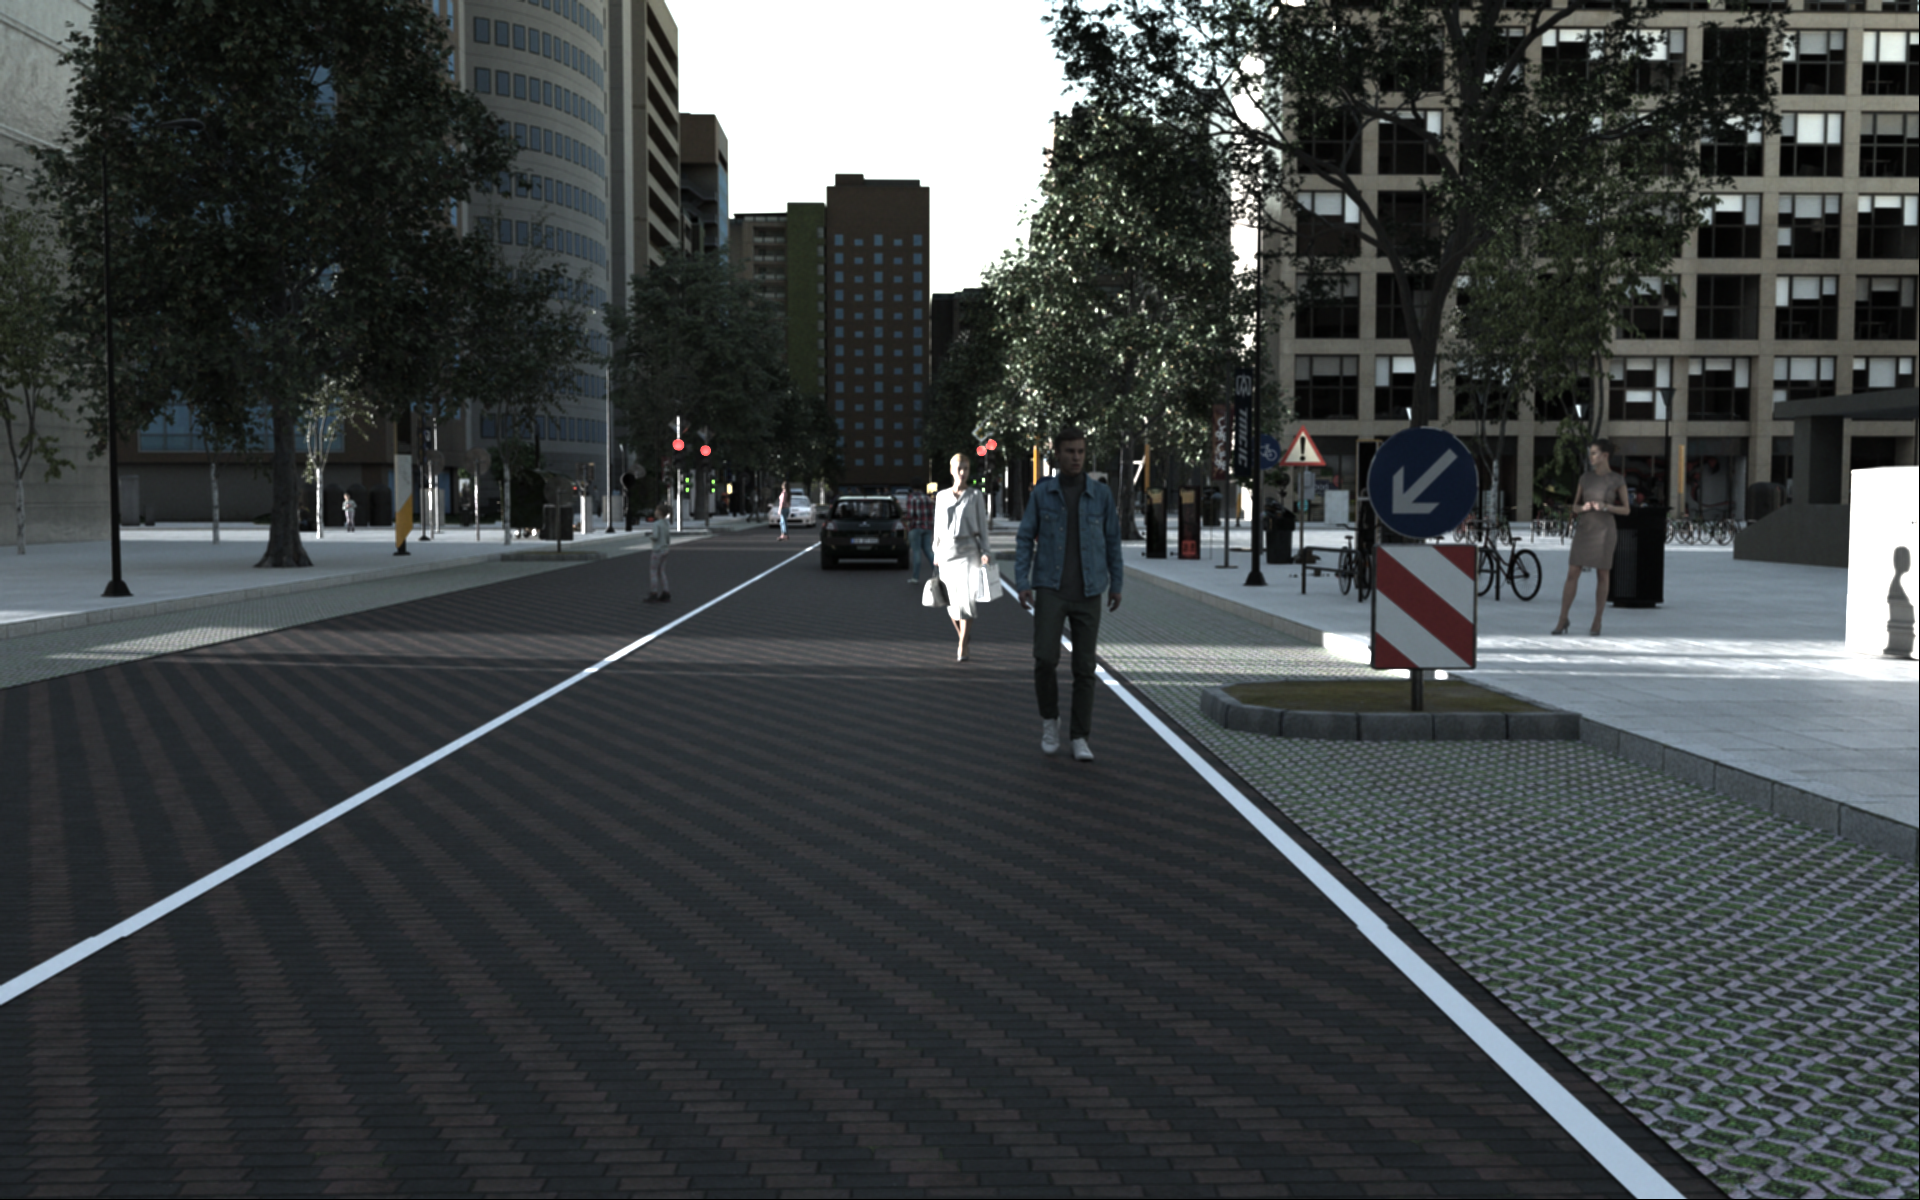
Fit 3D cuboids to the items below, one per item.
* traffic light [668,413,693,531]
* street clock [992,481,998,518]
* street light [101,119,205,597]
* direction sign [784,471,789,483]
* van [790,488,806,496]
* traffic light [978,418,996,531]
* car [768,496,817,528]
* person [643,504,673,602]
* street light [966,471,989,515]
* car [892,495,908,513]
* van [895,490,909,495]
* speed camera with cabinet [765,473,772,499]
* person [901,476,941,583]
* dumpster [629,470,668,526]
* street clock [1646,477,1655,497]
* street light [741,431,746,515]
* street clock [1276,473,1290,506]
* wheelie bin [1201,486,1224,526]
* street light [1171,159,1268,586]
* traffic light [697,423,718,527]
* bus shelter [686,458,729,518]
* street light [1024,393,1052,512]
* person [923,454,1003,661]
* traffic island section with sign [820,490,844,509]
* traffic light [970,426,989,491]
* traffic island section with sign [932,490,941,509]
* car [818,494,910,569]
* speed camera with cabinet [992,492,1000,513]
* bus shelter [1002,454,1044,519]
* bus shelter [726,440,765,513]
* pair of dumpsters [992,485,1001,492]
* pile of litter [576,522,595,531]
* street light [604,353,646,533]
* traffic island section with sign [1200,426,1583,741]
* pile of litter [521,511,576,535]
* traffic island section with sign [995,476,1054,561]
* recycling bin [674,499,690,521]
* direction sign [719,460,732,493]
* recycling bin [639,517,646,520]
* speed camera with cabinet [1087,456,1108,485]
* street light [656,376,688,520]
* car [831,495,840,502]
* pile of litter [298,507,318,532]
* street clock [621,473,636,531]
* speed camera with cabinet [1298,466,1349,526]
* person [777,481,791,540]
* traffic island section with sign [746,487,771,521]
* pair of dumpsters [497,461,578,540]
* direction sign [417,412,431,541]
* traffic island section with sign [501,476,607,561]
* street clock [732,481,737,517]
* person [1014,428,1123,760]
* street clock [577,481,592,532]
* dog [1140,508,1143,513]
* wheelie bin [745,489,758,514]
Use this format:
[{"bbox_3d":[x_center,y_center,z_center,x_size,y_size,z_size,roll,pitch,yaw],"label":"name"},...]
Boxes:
[{"bbox_3d":[-9.701,-4.353,60.100,0.839,4.253,0.868,0,4,-2],"label":"traffic light"},{"bbox_3d":[1.804,-5.401,92.883,0.358,2.002,0.471,-2,4,-30],"label":"street clock"},{"bbox_3d":[-10.055,-3.001,21.602,1.470,5.913,1.316,0,4,-2],"label":"street light"},{"bbox_3d":[-14.218,-9.150,141.595,0.379,3.537,0.876,-3,4,-36],"label":"direction sign"},{"bbox_3d":[-11.294,-6.783,117.909,2.013,2.044,4.112,0,4,-2],"label":"van"},{"bbox_3d":[1.055,-4.374,60.434,0.839,4.253,0.868,0,4,-2],"label":"traffic light"},{"bbox_3d":[-7.196,-3.808,74.620,2.083,1.381,4.827,0,4,-2],"label":"car"},{"bbox_3d":[-4.020,-0.627,23.025,0.394,1.301,0.425,0,4,3],"label":"person"},{"bbox_3d":[1.186,-8.254,107.499,1.470,5.913,1.316,0,4,-2],"label":"street light"},{"bbox_3d":[-4.065,-6.280,115.043,2.083,1.381,4.827,0,4,-1],"label":"car"},{"bbox_3d":[-5.737,-10.048,171.290,2.013,2.044,4.112,0,4,-3],"label":"van"},{"bbox_3d":[-16.578,-9.090,142.956,2.038,3.252,0.660,0,4,-7],"label":"speed camera with cabinet"},{"bbox_3d":[-0.629,-1.130,27.817,0.563,1.720,0.643,-3,5,-42],"label":"person"},{"bbox_3d":[-12.837,-4.190,70.995,1.502,2.255,1.985,0,4,-2],"label":"dumpster"},{"bbox_3d":[28.895,-4.153,72.467,0.358,2.002,0.471,3,4,36],"label":"street clock"},{"bbox_3d":[-12.506,-8.050,104.164,1.470,5.913,1.316,0,4,-2],"label":"street light"},{"bbox_3d":[10.920,-3.312,58.728,0.471,2.002,0.358,3,5,40],"label":"street clock"},{"bbox_3d":[10.004,-3.726,68.829,0.980,1.594,0.693,2,4,28],"label":"wheelie bin"},{"bbox_3d":[3.616,-3.158,24.173,1.470,5.913,1.316,0,4,-2],"label":"street light"},{"bbox_3d":[-9.938,-4.842,68.081,0.839,4.253,0.868,0,4,-2],"label":"traffic light"},{"bbox_3d":[-14.065,-6.266,96.368,2.014,3.302,5.546,0,4,-2],"label":"bus shelter"},{"bbox_3d":[2.595,-5.351,60.034,1.470,5.913,1.316,0,4,-2],"label":"street light"},{"bbox_3d":[0.050,-0.381,15.080,0.694,1.780,0.624,2,4,32],"label":"person"},{"bbox_3d":[-12.665,-9.868,169.961,1.989,1.847,2.006,0,4,-2],"label":"traffic island section with sign"},{"bbox_3d":[0.819,-4.862,68.415,0.839,4.253,0.868,0,4,-2],"label":"traffic light"},{"bbox_3d":[-3.028,-11.664,199.328,1.989,1.847,2.006,0,4,-2],"label":"traffic island section with sign"},{"bbox_3d":[-1.848,-1.507,34.426,2.009,1.686,4.222,0,4,-2],"label":"car"},{"bbox_3d":[2.786,-7.648,119.375,0.660,3.252,2.038,-3,4,-37],"label":"speed camera with cabinet"},{"bbox_3d":[3.234,-7.167,94.819,2.179,5.291,8.768,0,4,-2],"label":"bus shelter"},{"bbox_3d":[-15.171,-8.815,121.765,2.179,5.291,8.768,0,4,-2],"label":"bus shelter"},{"bbox_3d":[3.018,-8.246,137.312,1.574,2.255,4.437,0,4,-2],"label":"pair of dumpsters"},{"bbox_3d":[-13.369,-2.800,59.748,1.719,0.858,1.176,-2,4,-28],"label":"pile of litter"},{"bbox_3d":[-11.065,-5.183,57.280,1.470,5.913,1.316,0,4,-2],"label":"street light"},{"bbox_3d":[2.586,-0.141,10.930,1.989,1.847,2.006,0,4,-2],"label":"traffic island section with sign"},{"bbox_3d":[-13.175,-2.483,54.562,1.719,0.858,1.176,-2,4,-28],"label":"pile of litter"},{"bbox_3d":[1.775,-1.789,37.873,1.989,1.847,2.006,0,4,-2],"label":"traffic island section with sign"},{"bbox_3d":[-13.481,-4.360,83.845,0.722,1.027,0.722,-1,4,-13],"label":"recycling bin"},{"bbox_3d":[-15.581,-7.528,115.072,0.876,3.537,0.379,-1,4,-22],"label":"direction sign"},{"bbox_3d":[-15.663,-4.517,86.403,0.722,1.027,0.722,-1,4,-15],"label":"recycling bin"},{"bbox_3d":[5.213,-4.727,71.620,2.038,3.252,0.660,-3,5,-42],"label":"speed camera with cabinet"},{"bbox_3d":[-11.378,-5.852,68.216,1.470,5.913,1.316,0,4,-2],"label":"street light"},{"bbox_3d":[-9.032,-7.437,134.180,1.945,1.354,3.894,0,4,-3],"label":"car"},{"bbox_3d":[-22.570,-2.754,58.986,1.176,0.858,1.719,3,5,44],"label":"pile of litter"},{"bbox_3d":[-11.410,-3.365,59.583,0.471,2.002,0.358,-2,4,-24],"label":"street clock"},{"bbox_3d":[14.845,-4.669,70.667,2.038,3.252,0.660,1,4,13],"label":"speed camera with cabinet"},{"bbox_3d":[-5.403,-2.752,53.509,0.388,1.821,0.555,1,4,15],"label":"person"},{"bbox_3d":[-10.386,-5.149,92.817,1.989,1.847,2.006,0,4,-2],"label":"traffic island section with sign"},{"bbox_3d":[-12.253,-2.921,50.250,1.574,2.255,4.437,0,4,-2],"label":"pair of dumpsters"},{"bbox_3d":[-14.784,-3.404,47.659,0.379,3.537,0.876,0,4,-6],"label":"direction sign"},{"bbox_3d":[-8.745,-1.770,37.560,1.989,1.847,2.006,0,4,-2],"label":"traffic island section with sign"},{"bbox_3d":[-12.738,-5.705,97.849,0.358,2.002,0.471,0,4,-1],"label":"street clock"},{"bbox_3d":[0.593,-0.033,9.392,0.601,1.785,0.444,0,4,0],"label":"person"},{"bbox_3d":[-12.562,-3.262,57.911,0.358,2.002,0.471,3,5,40],"label":"street clock"},{"bbox_3d":[12.417,-6.077,117.099,0.748,0.427,0.550,-1,4,-20],"label":"dog"},{"bbox_3d":[-13.621,-6.416,112.816,0.980,1.594,0.693,0,4,-1],"label":"wheelie bin"}]
